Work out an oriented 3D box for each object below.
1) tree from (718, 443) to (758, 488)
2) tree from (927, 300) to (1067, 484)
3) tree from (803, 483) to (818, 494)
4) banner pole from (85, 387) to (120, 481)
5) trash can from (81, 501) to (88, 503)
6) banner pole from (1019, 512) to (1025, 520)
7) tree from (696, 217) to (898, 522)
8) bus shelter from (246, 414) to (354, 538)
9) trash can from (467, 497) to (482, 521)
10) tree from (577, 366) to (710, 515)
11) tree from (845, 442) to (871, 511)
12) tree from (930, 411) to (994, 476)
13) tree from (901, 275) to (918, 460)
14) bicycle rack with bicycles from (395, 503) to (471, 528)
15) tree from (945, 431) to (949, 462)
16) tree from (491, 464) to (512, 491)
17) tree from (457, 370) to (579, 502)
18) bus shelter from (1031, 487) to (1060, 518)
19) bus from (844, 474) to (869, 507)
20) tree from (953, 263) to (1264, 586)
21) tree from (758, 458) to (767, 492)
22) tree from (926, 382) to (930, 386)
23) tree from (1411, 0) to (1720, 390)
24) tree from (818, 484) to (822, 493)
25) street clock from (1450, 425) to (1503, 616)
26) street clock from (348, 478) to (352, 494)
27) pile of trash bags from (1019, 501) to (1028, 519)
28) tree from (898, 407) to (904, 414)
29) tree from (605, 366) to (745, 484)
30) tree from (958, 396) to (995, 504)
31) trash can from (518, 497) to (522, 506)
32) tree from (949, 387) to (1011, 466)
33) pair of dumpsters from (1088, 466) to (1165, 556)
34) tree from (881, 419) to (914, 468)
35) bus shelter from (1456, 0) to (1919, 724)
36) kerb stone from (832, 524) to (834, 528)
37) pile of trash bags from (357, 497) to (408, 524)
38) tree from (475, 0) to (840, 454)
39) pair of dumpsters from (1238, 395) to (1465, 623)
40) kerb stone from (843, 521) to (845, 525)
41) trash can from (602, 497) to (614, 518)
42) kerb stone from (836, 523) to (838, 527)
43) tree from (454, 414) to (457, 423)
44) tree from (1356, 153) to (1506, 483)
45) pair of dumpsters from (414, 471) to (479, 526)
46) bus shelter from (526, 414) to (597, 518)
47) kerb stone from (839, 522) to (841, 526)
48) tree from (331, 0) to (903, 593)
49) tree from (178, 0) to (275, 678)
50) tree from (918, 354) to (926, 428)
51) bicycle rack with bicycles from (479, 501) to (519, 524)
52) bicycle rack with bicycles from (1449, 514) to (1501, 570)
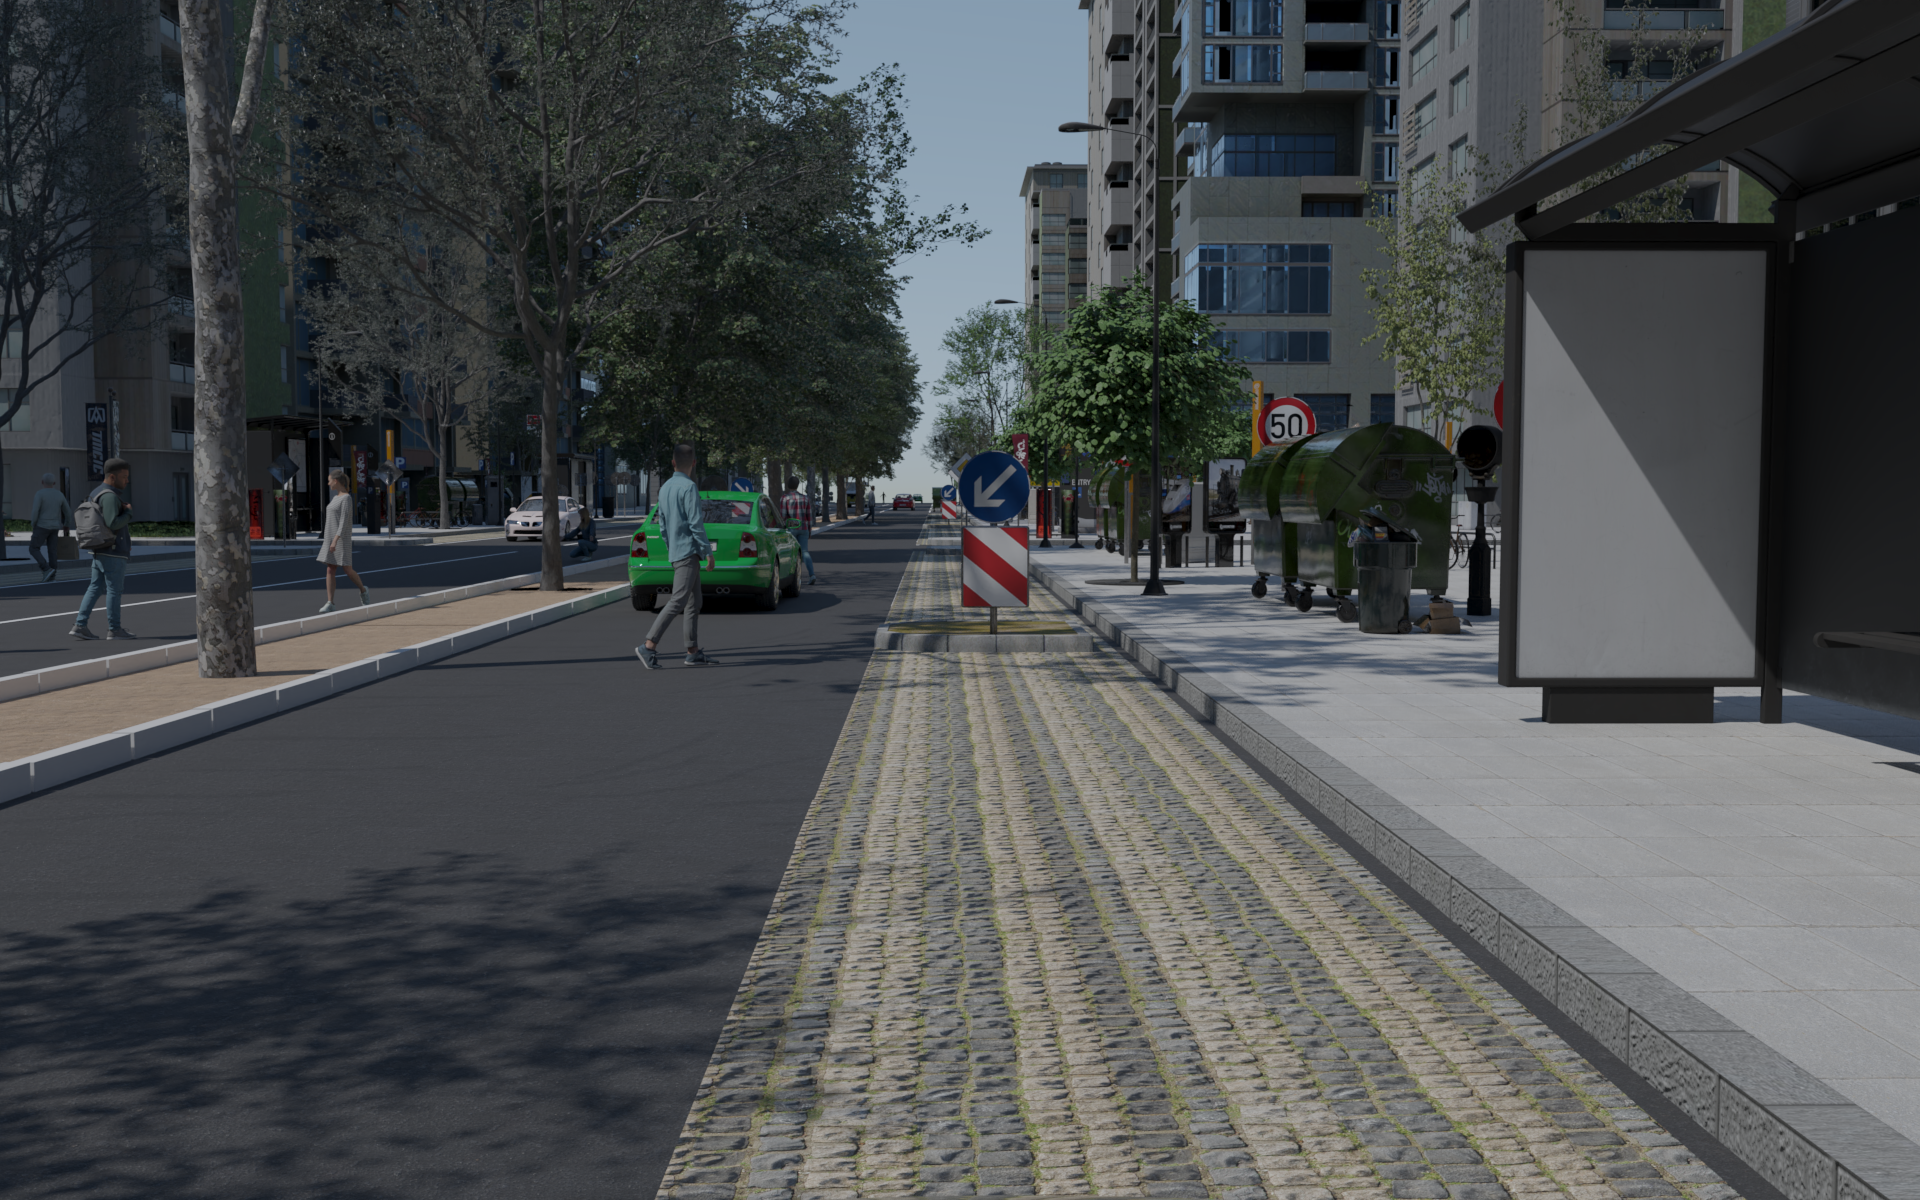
[{"bbox_3d":[-21.144,-12.428,153.567,4.737,8.622,4.395,0,3,0],"label":"tree"},{"bbox_3d":[2.219,-10.142,91.581,9.928,11.665,9.643,0,3,0],"label":"tree"},{"bbox_3d":[-21.554,-15.283,244.479,1.663,3.219,1.824,0,3,0],"label":"tree"},{"bbox_3d":[-20.683,-3.175,41.922,0.863,3.779,0.401,-2,4,-27],"label":"banner pole"},{"bbox_3d":[-18.999,-1.627,38.260,0.748,1.137,0.748,0,3,0],"label":"trash can"},{"bbox_3d":[2.814,-5.880,86.147,0.863,3.779,0.401,2,4,30],"label":"banner pole"},{"bbox_3d":[-6.408,-8.842,65.147,7.486,12.596,7.792,0,3,0],"label":"tree"},{"bbox_3d":[-20.811,-3.846,54.164,1.731,3.624,6.357,0,4,-1],"label":"bus shelter"},{"bbox_3d":[-21.772,-4.028,77.516,0.748,1.137,0.748,0,3,0],"label":"trash can"},{"bbox_3d":[-19.061,-10.437,105.063,8.767,10.594,7.601,-1,4,-8],"label":"tree"},{"bbox_3d":[-6.860,-9.241,103.907,4.360,8.622,3.978,0,3,0],"label":"tree"},{"bbox_3d":[1.131,-15.573,189.032,7.601,10.594,8.767,3,5,42],"label":"tree"},{"bbox_3d":[-6.007,-9.006,56.354,9.857,13.997,8.962,0,3,0],"label":"tree"},{"bbox_3d":[-20.129,-3.211,65.889,2.925,0.926,2.852,-1,4,-12],"label":"bicycle rack with bicycles"},{"bbox_3d":[0.904,-12.551,155.578,4.360,8.622,3.978,0,3,0],"label":"tree"},{"bbox_3d":[-29.270,-7.065,110.118,1.663,3.219,1.824,0,3,0],"label":"tree"},{"bbox_3d":[-19.666,-7.847,78.662,4.360,8.622,3.978,0,3,0],"label":"tree"},{"bbox_3d":[4.278,-6.299,80.620,2.179,5.291,8.768,0,4,-1],"label":"bus shelter"},{"bbox_3d":[-11.236,-11.858,185.432,2.896,3.916,12.252,0,4,-1],"label":"bus"},{"bbox_3d":[2.541,-2.504,24.655,4.285,4.588,4.351,0,3,0],"label":"tree"},{"bbox_3d":[-20.618,-13.443,170.149,4.737,8.622,4.395,0,3,0],"label":"tree"},{"bbox_3d":[-6.421,-12.345,110.946,9.857,13.997,8.962,0,3,0],"label":"tree"},{"bbox_3d":[9.049,-4.585,25.323,4.360,8.622,3.978,0,3,0],"label":"tree"},{"bbox_3d":[-22.573,-16.998,272.519,1.663,3.219,1.824,0,3,0],"label":"tree"},{"bbox_3d":[5.489,-0.837,18.257,0.358,2.002,0.471,-3,5,-45],"label":"street clock"},{"bbox_3d":[-27.663,-4.528,78.610,0.358,2.002,0.471,-1,4,-8],"label":"street clock"},{"bbox_3d":[3.774,-4.854,89.118,1.912,1.369,3.447,-1,4,-19],"label":"pile of trash bags"},{"bbox_3d":[-6.717,-10.196,87.288,7.486,12.596,7.792,0,3,0],"label":"tree"},{"bbox_3d":[-19.413,-12.278,117.747,9.611,12.733,9.660,0,3,0],"label":"tree"},{"bbox_3d":[0.137,-18.756,217.035,12.009,13.543,11.850,0,3,0],"label":"tree"},{"bbox_3d":[-22.313,-4.721,88.841,0.748,1.137,0.748,0,3,0],"label":"trash can"},{"bbox_3d":[1.875,-10.215,117.378,4.360,8.622,3.978,0,3,0],"label":"tree"},{"bbox_3d":[3.764,-2.160,37.808,1.574,2.255,4.437,0,4,-1],"label":"pair of dumpsters"},{"bbox_3d":[-7.127,-11.213,120.198,8.767,10.594,7.601,0,4,-1],"label":"tree"},{"bbox_3d":[3.845,-0.808,7.130,2.014,3.302,5.546,0,4,-1],"label":"bus shelter"},{"bbox_3d":[-5.365,-2.978,70.890,0.120,0.150,1.000,0,4,-1],"label":"kerb stone"},{"bbox_3d":[-25.189,-3.915,73.769,3.447,1.369,1.912,0,4,7],"label":"pile of trash bags"},{"bbox_3d":[-5.952,-7.859,37.615,9.857,13.997,8.962,0,3,0],"label":"tree"},{"bbox_3d":[4.232,-1.021,19.183,1.574,2.255,4.437,0,4,-1],"label":"pair of dumpsters"},{"bbox_3d":[-5.475,-3.480,79.092,0.120,0.150,1.000,0,4,-1],"label":"kerb stone"},{"bbox_3d":[-18.673,-4.909,91.910,0.748,1.137,0.748,0,3,0],"label":"trash can"},{"bbox_3d":[-5.402,-3.166,73.961,0.120,0.150,1.000,0,4,-1],"label":"kerb stone"},{"bbox_3d":[-28.513,-9.452,104.903,4.360,8.622,3.978,0,3,0],"label":"tree"},{"bbox_3d":[10.398,-5.335,37.597,4.737,8.622,4.395,0,3,0],"label":"tree"},{"bbox_3d":[-21.038,-4.190,70.999,1.574,2.255,4.437,0,4,-1],"label":"pair of dumpsters"},{"bbox_3d":[-20.754,-6.865,89.880,2.179,5.291,8.768,0,4,-1],"label":"bus shelter"},{"bbox_3d":[-5.437,-3.291,76.006,0.120,0.150,1.000,0,4,-1],"label":"kerb stone"},{"bbox_3d":[-6.063,-6.881,25.325,12.009,13.543,11.850,0,3,0],"label":"tree"},{"bbox_3d":[-4.512,-9.405,12.119,12.611,20.169,13.585,0,3,0],"label":"tree"},{"bbox_3d":[-6.568,-11.431,96.003,9.857,13.997,8.962,0,3,0],"label":"tree"},{"bbox_3d":[-20.369,-3.776,75.115,2.852,0.926,2.925,-2,4,-24],"label":"bicycle rack with bicycles"},{"bbox_3d":[7.996,-1.022,30.090,2.852,0.926,2.925,-1,4,-12],"label":"bicycle rack with bicycles"}]
